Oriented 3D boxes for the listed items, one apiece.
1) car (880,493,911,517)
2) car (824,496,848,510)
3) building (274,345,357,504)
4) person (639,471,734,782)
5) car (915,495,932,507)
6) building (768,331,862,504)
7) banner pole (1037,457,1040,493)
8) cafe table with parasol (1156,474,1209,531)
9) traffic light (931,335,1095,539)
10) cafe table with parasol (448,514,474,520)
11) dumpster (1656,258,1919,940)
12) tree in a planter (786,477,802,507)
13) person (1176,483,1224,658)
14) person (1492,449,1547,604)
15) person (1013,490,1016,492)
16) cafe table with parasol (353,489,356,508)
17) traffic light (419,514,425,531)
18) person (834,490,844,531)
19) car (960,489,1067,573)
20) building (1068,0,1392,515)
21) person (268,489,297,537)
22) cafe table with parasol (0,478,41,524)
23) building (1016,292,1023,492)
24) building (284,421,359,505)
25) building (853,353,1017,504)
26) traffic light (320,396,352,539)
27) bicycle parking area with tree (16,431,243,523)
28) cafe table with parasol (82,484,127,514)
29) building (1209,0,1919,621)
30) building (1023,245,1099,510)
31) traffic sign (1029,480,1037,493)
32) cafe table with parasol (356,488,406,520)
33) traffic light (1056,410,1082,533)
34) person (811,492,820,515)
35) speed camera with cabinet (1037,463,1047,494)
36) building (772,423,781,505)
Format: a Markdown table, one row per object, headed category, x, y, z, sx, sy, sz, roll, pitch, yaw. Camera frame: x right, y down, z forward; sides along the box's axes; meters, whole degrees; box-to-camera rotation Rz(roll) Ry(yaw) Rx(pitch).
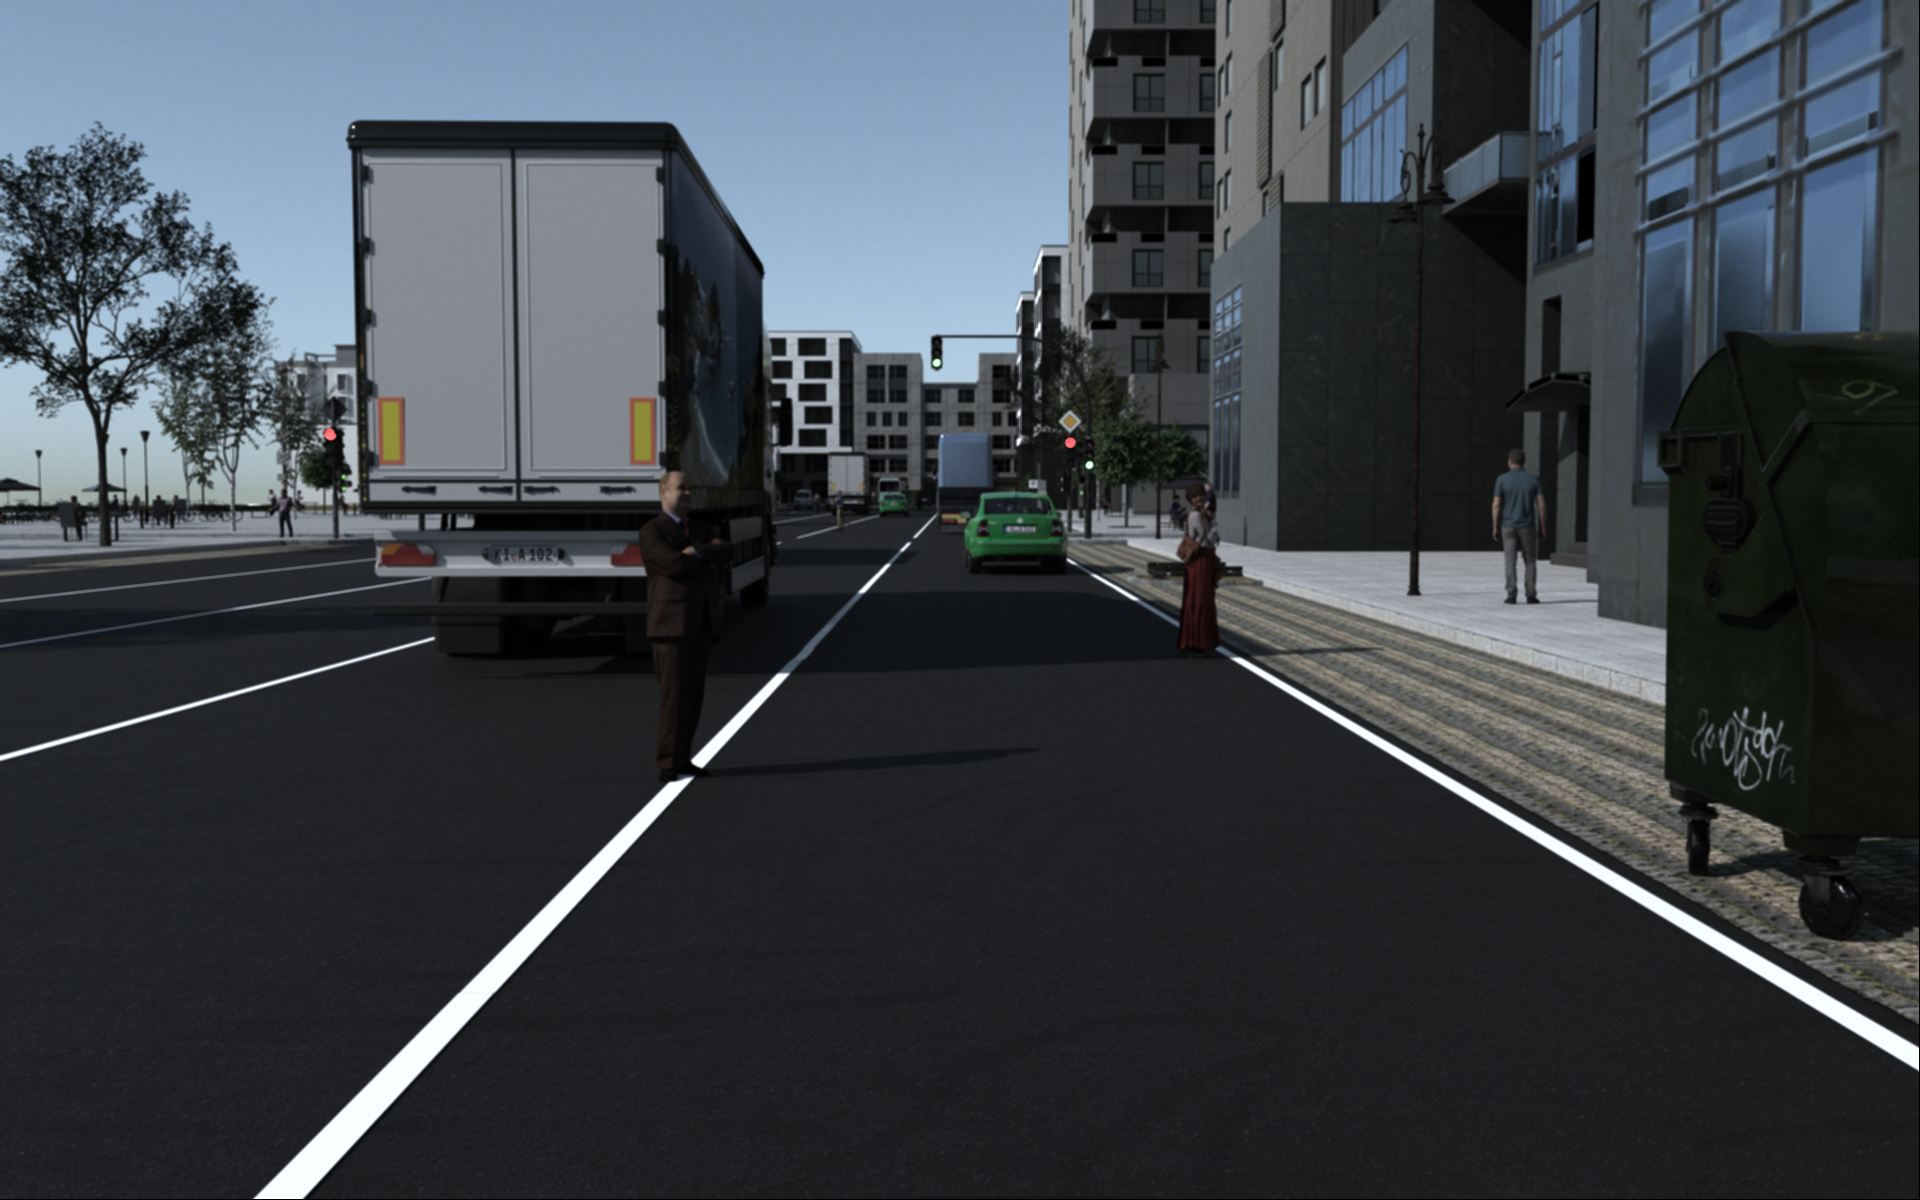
| category | x | y | z | sx | sy | sz | roll | pitch | yaw |
| --- | --- | --- | --- | --- | --- | --- | --- | --- | --- |
| car | -4.085 | -6.131 | 109.046 | 1.959 | 1.807 | 4.718 | 0 | 4 | 0 |
| car | -11.068 | -8.784 | 155.408 | 2.131 | 1.459 | 4.920 | 0 | 4 | -1 |
| building | -81.117 | -22.573 | 225.484 | 11.380 | 20.091 | 16.016 | 0 | 3 | 0 |
| person | -1.377 | 0.122 | 8.778 | 0.388 | 1.546 | 0.482 | 3 | 5 | 45 |
| car | -4.217 | -11.408 | 199.094 | 1.945 | 1.354 | 3.894 | 0 | 4 | 0 |
| building | -29.866 | -23.670 | 230.984 | 32.646 | 21.610 | 27.936 | 0 | 3 | 0 |
| banner pole | 5.264 | -7.722 | 116.267 | 0.401 | 3.779 | 0.863 | 1 | 4 | 18 |
| cafe table with parasol | 8.106 | -3.378 | 60.098 | 2.610 | 1.966 | 2.610 | 0 | 4 | 8 |
| traffic light | 1.560 | -4.578 | 49.512 | 4.771 | 5.953 | 1.251 | 0 | 3 | 0 |
| cafe table with parasol | -27.753 | -5.563 | 95.820 | 2.610 | 1.966 | 2.610 | 3 | 4 | 37 |
| dumpster | 3.575 | -0.063 | 5.986 | 1.985 | 2.255 | 1.502 | 0 | 4 | 1 |
| tree in a planter | -17.915 | -11.596 | 186.812 | 1.991 | 3.239 | 1.994 | 0 | 3 | 0 |
| person | 2.097 | -0.256 | 15.156 | 0.387 | 1.526 | 0.523 | 1 | 4 | 16 |
| person | 6.549 | -0.862 | 20.271 | 0.598 | 1.807 | 0.434 | 1 | 4 | 22 |
| person | 3.069 | -5.475 | 98.813 | 0.445 | 1.727 | 0.742 | -1 | 4 | -9 |
| cafe table with parasol | -33.185 | -5.781 | 99.389 | 2.610 | 1.966 | 2.610 | -3 | 4 | -37 |
| traffic light | -15.816 | -5.073 | 57.619 | 4.771 | 5.953 | 1.251 | 0 | 3 | 0 |
| person | -4.729 | -3.501 | 67.802 | 0.319 | 1.574 | 0.516 | 2 | 4 | 29 |
| car | 0.995 | -1.459 | 32.651 | 1.959 | 1.807 | 4.718 | 0 | 4 | -2 |
| building | 21.651 | -32.360 | 118.321 | 28.713 | 52.752 | 27.495 | 0 | 3 | 0 |
| person | -21.584 | -2.744 | 55.325 | 0.963 | 1.587 | 0.435 | 0 | 4 | -4 |
| cafe table with parasol | -40.412 | -4.200 | 73.533 | 2.610 | 1.966 | 2.610 | 0 | 4 | 4 |
| building | 20.084 | -21.244 | 191.311 | 27.936 | 21.610 | 32.646 | 0 | 3 | 0 |
| building | -63.553 | -15.994 | 203.649 | 28.070 | 9.664 | 9.099 | 0 | 3 | 0 |
| building | 2.379 | -21.969 | 225.642 | 31.486 | 18.905 | 16.747 | 0 | 3 | 0 |
| traffic light | -17.890 | -3.711 | 49.595 | 0.839 | 4.253 | 0.868 | 0 | 3 | 0 |
| bicycle parking area with tree | -38.751 | -5.737 | 80.803 | 9.016 | 4.147 | 8.231 | -2 | 4 | -31 |
| cafe table with parasol | -51.154 | -6.038 | 103.580 | 2.610 | 1.966 | 2.610 | 1 | 4 | 9 |
| building | 18.230 | -43.934 | 30.991 | 22.319 | 86.520 | 31.000 | 0 | 3 | 0 |
| building | 20.599 | -19.251 | 158.727 | 27.936 | 21.610 | 32.646 | 0 | 3 | 0 |
| traffic sign | 5.281 | -7.523 | 125.131 | 0.606 | 2.300 | 0.079 | 0 | 4 | 8 |
| cafe table with parasol | -28.856 | -5.068 | 87.725 | 2.610 | 1.966 | 2.610 | -1 | 4 | -9 |
| traffic light | 3.634 | -4.203 | 57.643 | 0.839 | 4.253 | 0.868 | 0 | 3 | 0 |
| person | -9.638 | -6.487 | 116.514 | 0.435 | 1.587 | 0.963 | 2 | 4 | 28 |
| speed camera with cabinet | 5.237 | -7.084 | 110.151 | 0.660 | 3.252 | 2.038 | 0 | 4 | 2 |
| building | -35.483 | -16.005 | 203.833 | 28.070 | 9.664 | 9.099 | 0 | 3 | 0 |
